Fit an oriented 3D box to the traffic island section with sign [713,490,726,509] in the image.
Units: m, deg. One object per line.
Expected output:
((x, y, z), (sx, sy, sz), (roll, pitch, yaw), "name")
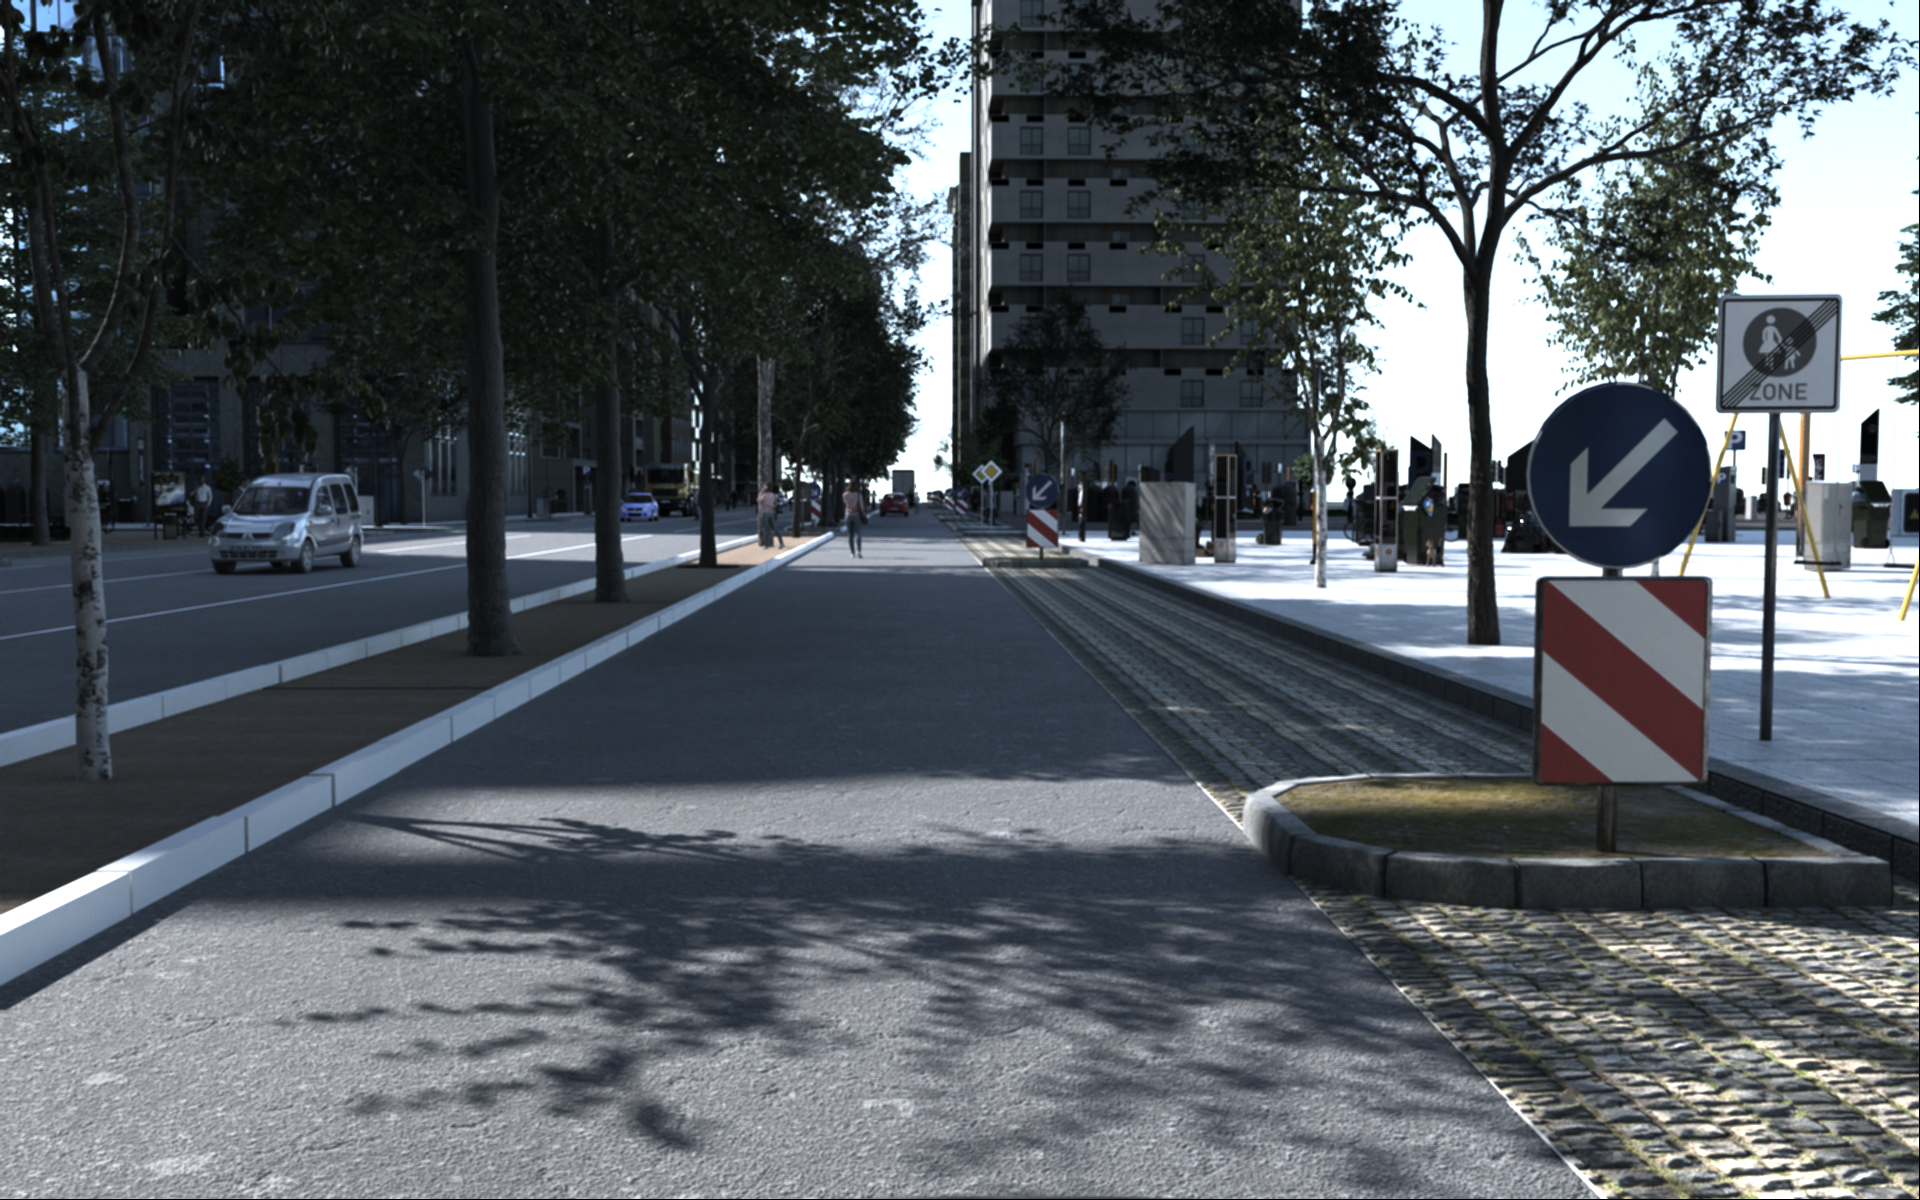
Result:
((-23.261, -9.586, 165.365), (1.989, 1.847, 2.006), (0, 4, -2), "traffic island section with sign")

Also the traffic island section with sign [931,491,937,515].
((-0.807, -6.609, 116.688), (1.989, 1.847, 2.006), (0, 4, -2), "traffic island section with sign")

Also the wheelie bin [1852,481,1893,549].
((21.518, -2.023, 40.984), (0.980, 1.594, 0.693), (-1, 4, -13), "wheelie bin")

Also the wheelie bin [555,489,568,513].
((-26.996, -6.704, 117.515), (0.693, 1.594, 0.980), (2, 4, 29), "wheelie bin")

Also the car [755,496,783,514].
((-13.961, -6.992, 126.896), (1.945, 1.354, 3.894), (0, 4, -1), "car")

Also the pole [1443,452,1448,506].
((23.654, -5.540, 84.418), (0.158, 3.312, 0.155), (0, 3, 0), "pole")

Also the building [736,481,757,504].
((-44.606, -33.337, 236.937), (32.217, 40.220, 23.993), (0, 4, -2), "building")

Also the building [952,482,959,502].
((15.049, -33.999, 247.769), (32.217, 40.220, 23.993), (0, 4, -2), "building")

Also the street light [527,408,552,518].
((-22.705, -7.397, 93.478), (1.470, 5.913, 1.316), (0, 4, -2), "street light")

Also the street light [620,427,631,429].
((-23.463, -9.020, 120.021), (1.470, 5.913, 1.316), (0, 4, -2), "street light")

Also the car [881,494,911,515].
((-4.429, -6.721, 118.922), (2.155, 1.783, 4.494), (0, 4, -2), "car")

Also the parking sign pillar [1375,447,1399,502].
((24.332, -6.741, 98.693), (1.447, 3.967, 1.447), (0, 4, -7), "parking sign pillar")

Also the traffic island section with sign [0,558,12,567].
((-19.667, -1.528, 33.606), (1.989, 1.847, 2.006), (0, 4, -2), "traffic island section with sign")

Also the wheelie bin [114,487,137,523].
((-36.872, -4.201, 76.591), (0.980, 1.594, 0.693), (-1, 4, -13), "wheelie bin")

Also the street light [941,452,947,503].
((-1.097, -13.338, 190.618), (1.470, 5.913, 1.316), (0, 4, -2), "street light")

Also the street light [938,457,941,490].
((-1.810, -14.995, 217.715), (1.470, 5.913, 1.316), (0, 4, -2), "street light")

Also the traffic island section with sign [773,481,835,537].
((-5.400, -3.107, 58.939), (2.006, 1.907, 1.989), (0, 4, -2), "traffic island section with sign")

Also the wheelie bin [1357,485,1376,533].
((13.617, -3.018, 57.246), (0.980, 1.594, 0.693), (1, 4, 13), "wheelie bin")

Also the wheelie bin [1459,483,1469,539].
((14.639, -2.554, 49.665), (0.980, 1.594, 0.693), (1, 4, 22), "wheelie bin")

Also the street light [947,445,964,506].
((-0.261, -11.697, 163.793), (1.470, 5.913, 1.316), (0, 4, -2), "street light")

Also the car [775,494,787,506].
((-21.649, -12.044, 206.502), (1.945, 1.707, 3.694), (0, 4, -1), "car")

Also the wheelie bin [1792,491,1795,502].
((53.447, -6.271, 110.440), (0.693, 1.594, 0.980), (2, 4, 35), "wheelie bin")

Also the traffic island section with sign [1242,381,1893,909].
((2.203, 0.106, 6.894), (1.989, 1.847, 2.006), (0, 4, -2), "traffic island section with sign")

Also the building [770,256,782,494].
((-36.806, -38.824, 284.886), (14.600, 45.320, 14.200), (0, 4, -2), "building")

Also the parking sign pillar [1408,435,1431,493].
((21.051, -5.518, 78.699), (1.447, 3.967, 1.447), (2, 4, 29), "parking sign pillar")

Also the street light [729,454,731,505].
((-25.611, -13.681, 196.222), (1.470, 5.913, 1.316), (0, 4, -2), "street light")

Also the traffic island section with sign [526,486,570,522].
((-21.179, -4.927, 89.177), (1.989, 1.847, 2.006), (0, 4, -2), "traffic island section with sign")

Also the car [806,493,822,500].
((-10.920, -7.719, 135.244), (2.155, 1.783, 4.494), (0, 4, -2), "car")

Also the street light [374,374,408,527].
((-21.987, -5.773, 66.934), (1.470, 5.913, 1.316), (0, 4, -2), "street light")

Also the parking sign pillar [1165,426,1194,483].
((8.672, -4.892, 68.462), (1.447, 3.967, 1.447), (-3, 5, -44), "parking sign pillar")

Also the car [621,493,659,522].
((-16.897, -4.993, 91.222), (1.945, 1.707, 3.694), (0, 4, -3), "car")

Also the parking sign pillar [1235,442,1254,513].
((14.696, -6.179, 89.494), (1.447, 3.967, 1.447), (3, 4, 37), "parking sign pillar")

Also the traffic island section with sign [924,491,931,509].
((-2.178, -9.678, 166.870), (1.989, 1.847, 2.006), (0, 4, -2), "traffic island section with sign")

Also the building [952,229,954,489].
((5.715, -35.655, 266.549), (14.154, 41.232, 14.086), (0, 4, -2), "building")

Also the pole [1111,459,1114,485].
((8.976, -6.600, 101.748), (0.158, 3.312, 0.155), (0, 3, 0), "pole")

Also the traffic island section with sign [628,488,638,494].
((-21.927, -6.575, 116.121), (1.989, 1.847, 2.006), (0, 4, -2), "traffic island section with sign")

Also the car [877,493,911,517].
((-4.207, -6.220, 110.731), (2.155, 1.783, 4.494), (0, 4, -2), "car")

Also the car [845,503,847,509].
((-11.922, -9.660, 169.743), (2.131, 1.459, 4.920), (0, 4, -3), "car")

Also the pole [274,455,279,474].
((-30.317, -5.077, 76.858), (0.158, 3.312, 0.155), (0, 3, 0), "pole")

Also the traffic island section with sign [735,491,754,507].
((-24.038, -11.292, 193.248), (1.989, 1.847, 2.006), (0, 4, -2), "traffic island section with sign")

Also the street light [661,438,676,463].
((-24.056, -10.403, 142.629), (1.470, 5.913, 1.316), (0, 4, -2), "street light")

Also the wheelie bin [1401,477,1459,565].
((8.489, -1.449, 31.597), (0.693, 1.594, 0.980), (-1, 4, -13), "wheelie bin")

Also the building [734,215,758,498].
((-40.375, -37.228, 263.304), (22.147, 44.769, 28.867), (0, 4, -2), "building")

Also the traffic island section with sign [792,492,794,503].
((-26.248, -16.254, 274.385), (1.989, 1.847, 2.006), (0, 4, -2), "traffic island section with sign")

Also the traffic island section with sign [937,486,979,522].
((-0.053, -4.958, 89.688), (1.989, 1.847, 2.006), (0, 4, -2), "traffic island section with sign")

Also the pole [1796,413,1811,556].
((17.376, -2.558, 35.670), (0.158, 3.312, 0.155), (0, 3, 0), "pole")

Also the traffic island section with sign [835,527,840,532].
((-5.593, -3.560, 66.344), (2.006, 1.907, 1.989), (0, 4, -2), "traffic island section with sign")

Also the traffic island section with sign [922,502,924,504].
((-2.915, -11.327, 193.815), (1.989, 1.847, 2.006), (0, 4, -2), "traffic island section with sign")

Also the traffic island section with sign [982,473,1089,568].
((1.453, -1.562, 34.173), (1.989, 1.847, 2.006), (0, 4, -2), "traffic island section with sign")

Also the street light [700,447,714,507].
((-24.814, -12.057, 169.680), (1.470, 5.913, 1.316), (0, 4, -2), "street light")

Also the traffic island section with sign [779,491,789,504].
((-25.501, -14.586, 247.106), (1.989, 1.847, 2.006), (0, 4, -2), "traffic island section with sign")

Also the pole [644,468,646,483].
((-24.266, -8.554, 133.708), (0.158, 3.312, 0.155), (0, 3, 0), "pole")

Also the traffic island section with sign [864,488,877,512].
((-7.660, -8.154, 141.454), (2.006, 1.907, 1.989), (0, 4, -2), "traffic island section with sign")

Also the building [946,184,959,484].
((12.299, -42.706, 287.481), (28.713, 52.752, 27.495), (0, 4, -2), "building")

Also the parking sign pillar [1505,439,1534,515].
((27.375, -5.886, 84.709), (1.447, 3.967, 1.447), (0, 4, 0), "parking sign pillar")
